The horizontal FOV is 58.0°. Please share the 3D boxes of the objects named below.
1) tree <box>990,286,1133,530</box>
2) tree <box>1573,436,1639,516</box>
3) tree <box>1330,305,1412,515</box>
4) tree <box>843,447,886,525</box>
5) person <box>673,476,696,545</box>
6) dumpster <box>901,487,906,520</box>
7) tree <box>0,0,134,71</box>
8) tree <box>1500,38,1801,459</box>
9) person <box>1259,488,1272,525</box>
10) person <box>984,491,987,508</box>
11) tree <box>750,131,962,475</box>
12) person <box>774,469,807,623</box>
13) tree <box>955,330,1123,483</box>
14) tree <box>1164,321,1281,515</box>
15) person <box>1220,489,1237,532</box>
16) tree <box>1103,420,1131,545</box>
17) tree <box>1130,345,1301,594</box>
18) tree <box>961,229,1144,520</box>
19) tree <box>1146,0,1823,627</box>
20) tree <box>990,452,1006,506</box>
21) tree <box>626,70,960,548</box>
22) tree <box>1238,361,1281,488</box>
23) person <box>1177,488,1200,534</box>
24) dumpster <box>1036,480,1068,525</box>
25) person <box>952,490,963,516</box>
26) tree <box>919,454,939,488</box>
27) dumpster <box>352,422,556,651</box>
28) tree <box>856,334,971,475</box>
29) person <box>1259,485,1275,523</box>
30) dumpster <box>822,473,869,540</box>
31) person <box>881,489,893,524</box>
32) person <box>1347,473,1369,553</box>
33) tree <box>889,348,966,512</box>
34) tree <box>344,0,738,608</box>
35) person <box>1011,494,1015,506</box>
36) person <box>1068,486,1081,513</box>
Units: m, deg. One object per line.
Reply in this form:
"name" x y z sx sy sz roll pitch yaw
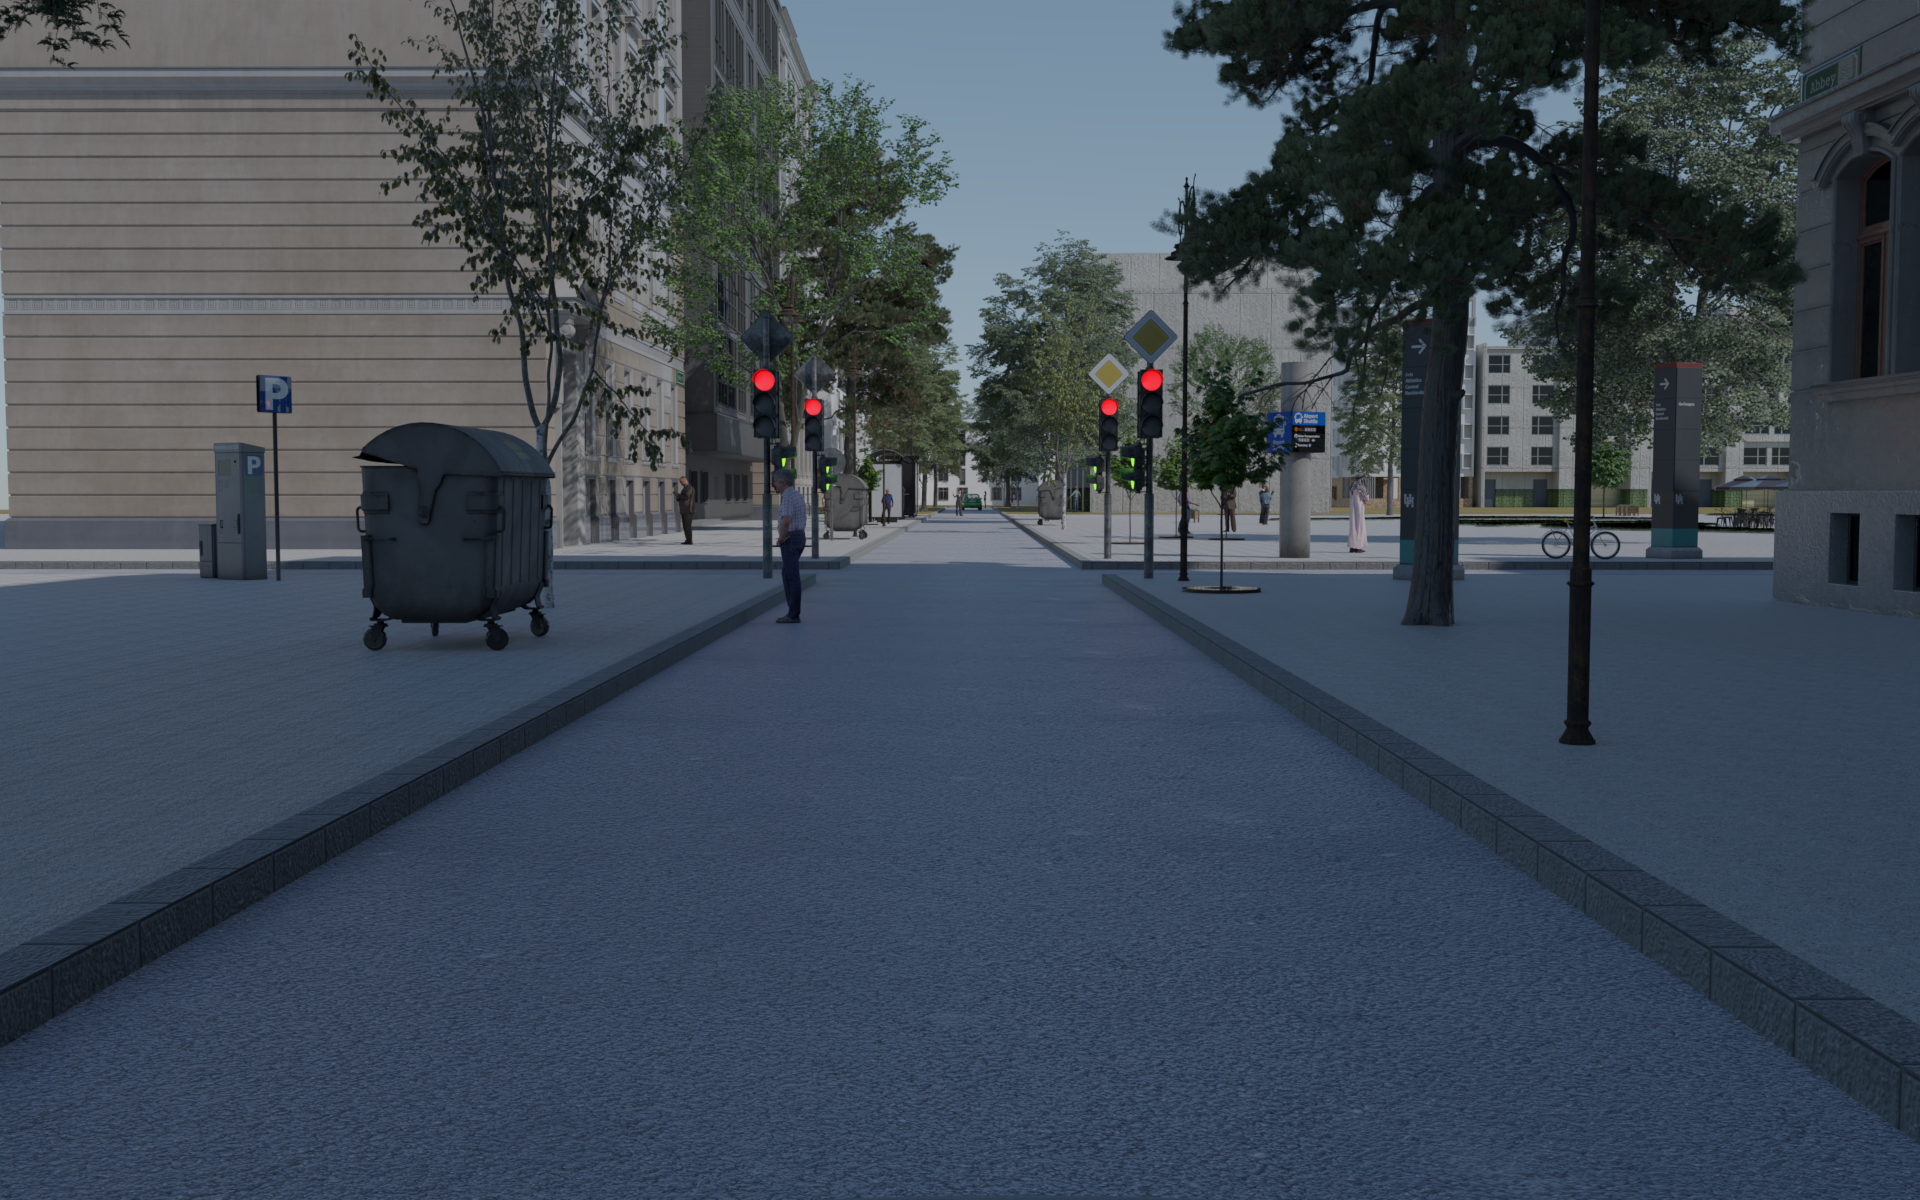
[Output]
"tree" 3.919 -6.860 62.516 4.737 8.622 4.395 0 3 0
"tree" 35.691 -6.847 95.659 4.285 4.588 4.351 0 3 0
"tree" 26.054 -11.321 103.230 7.486 12.596 7.792 0 3 0
"tree" -3.799 -4.698 71.409 1.663 3.219 1.824 0 3 0
"person" -7.020 -2.286 44.105 0.565 1.739 0.600 3 4 37
"dumpster" -3.390 -4.996 87.442 1.264 1.857 1.865 0 4 1
"tree" -4.775 -4.410 6.524 8.767 10.594 7.601 0 4 5
"tree" 18.545 -8.450 44.814 9.857 13.997 8.962 0 3 0
"person" 12.677 -3.893 71.903 0.499 1.552 0.429 3 5 41
"person" 2.465 -10.135 174.895 0.721 1.739 1.217 0 4 -1
"tree" -3.648 -9.360 60.458 7.806 13.903 7.818 0 3 0
"person" -1.929 -0.599 19.225 0.436 1.711 0.756 1 4 19
"tree" 4.771 -10.031 98.418 8.767 10.594 7.601 -1 4 -23
"tree" 16.077 -10.959 104.932 9.928 11.665 9.643 0 3 0
"person" 9.066 -3.165 58.478 0.565 1.739 0.600 0 4 6
"tree" 4.497 -3.042 44.330 1.663 3.219 1.824 0 3 0
"tree" 3.402 -1.709 22.536 1.663 3.219 1.824 0 3 0
"tree" 4.913 -10.930 85.362 9.857 13.997 8.962 0 3 0
"tree" 4.742 -5.790 16.728 6.751 12.117 7.091 0 3 0
"tree" 4.489 -14.313 184.372 4.360 8.622 3.978 0 3 0
"tree" -4.074 -7.088 41.644 9.928 11.665 9.643 0 3 0
"tree" 17.233 -8.977 97.140 4.360 8.622 3.978 0 3 0
"person" 7.179 -2.875 55.016 0.435 1.587 0.963 -3 5 -39
"dumpster" 3.813 -4.014 71.395 1.264 1.857 1.865 0 4 0
"person" -0.144 -6.315 112.555 0.742 1.727 0.445 -3 5 -44
"tree" -3.193 -12.485 154.494 4.360 8.622 3.978 0 3 0
"dumpster" -4.296 -0.555 14.831 1.264 1.857 1.865 0 4 1
"tree" -3.010 -11.661 108.776 7.486 12.596 7.792 0 3 0
"person" 13.374 -4.194 75.419 0.742 1.727 0.445 1 4 19
"dumpster" -3.271 -2.666 49.347 1.264 1.857 1.865 0 4 0
"person" -3.204 -4.026 74.562 0.574 1.496 0.600 1 4 18
"person" 8.707 -1.900 37.779 0.621 1.740 0.551 -2 4 -26
"tree" -2.555 -12.381 124.484 6.751 12.117 7.091 0 3 0
"tree" -4.594 -4.204 19.102 4.360 8.622 3.978 0 3 0
"person" 5.804 -10.878 189.588 0.421 1.427 0.697 -1 4 -16
"person" 8.029 -6.996 120.515 0.705 1.814 1.350 3 5 44
